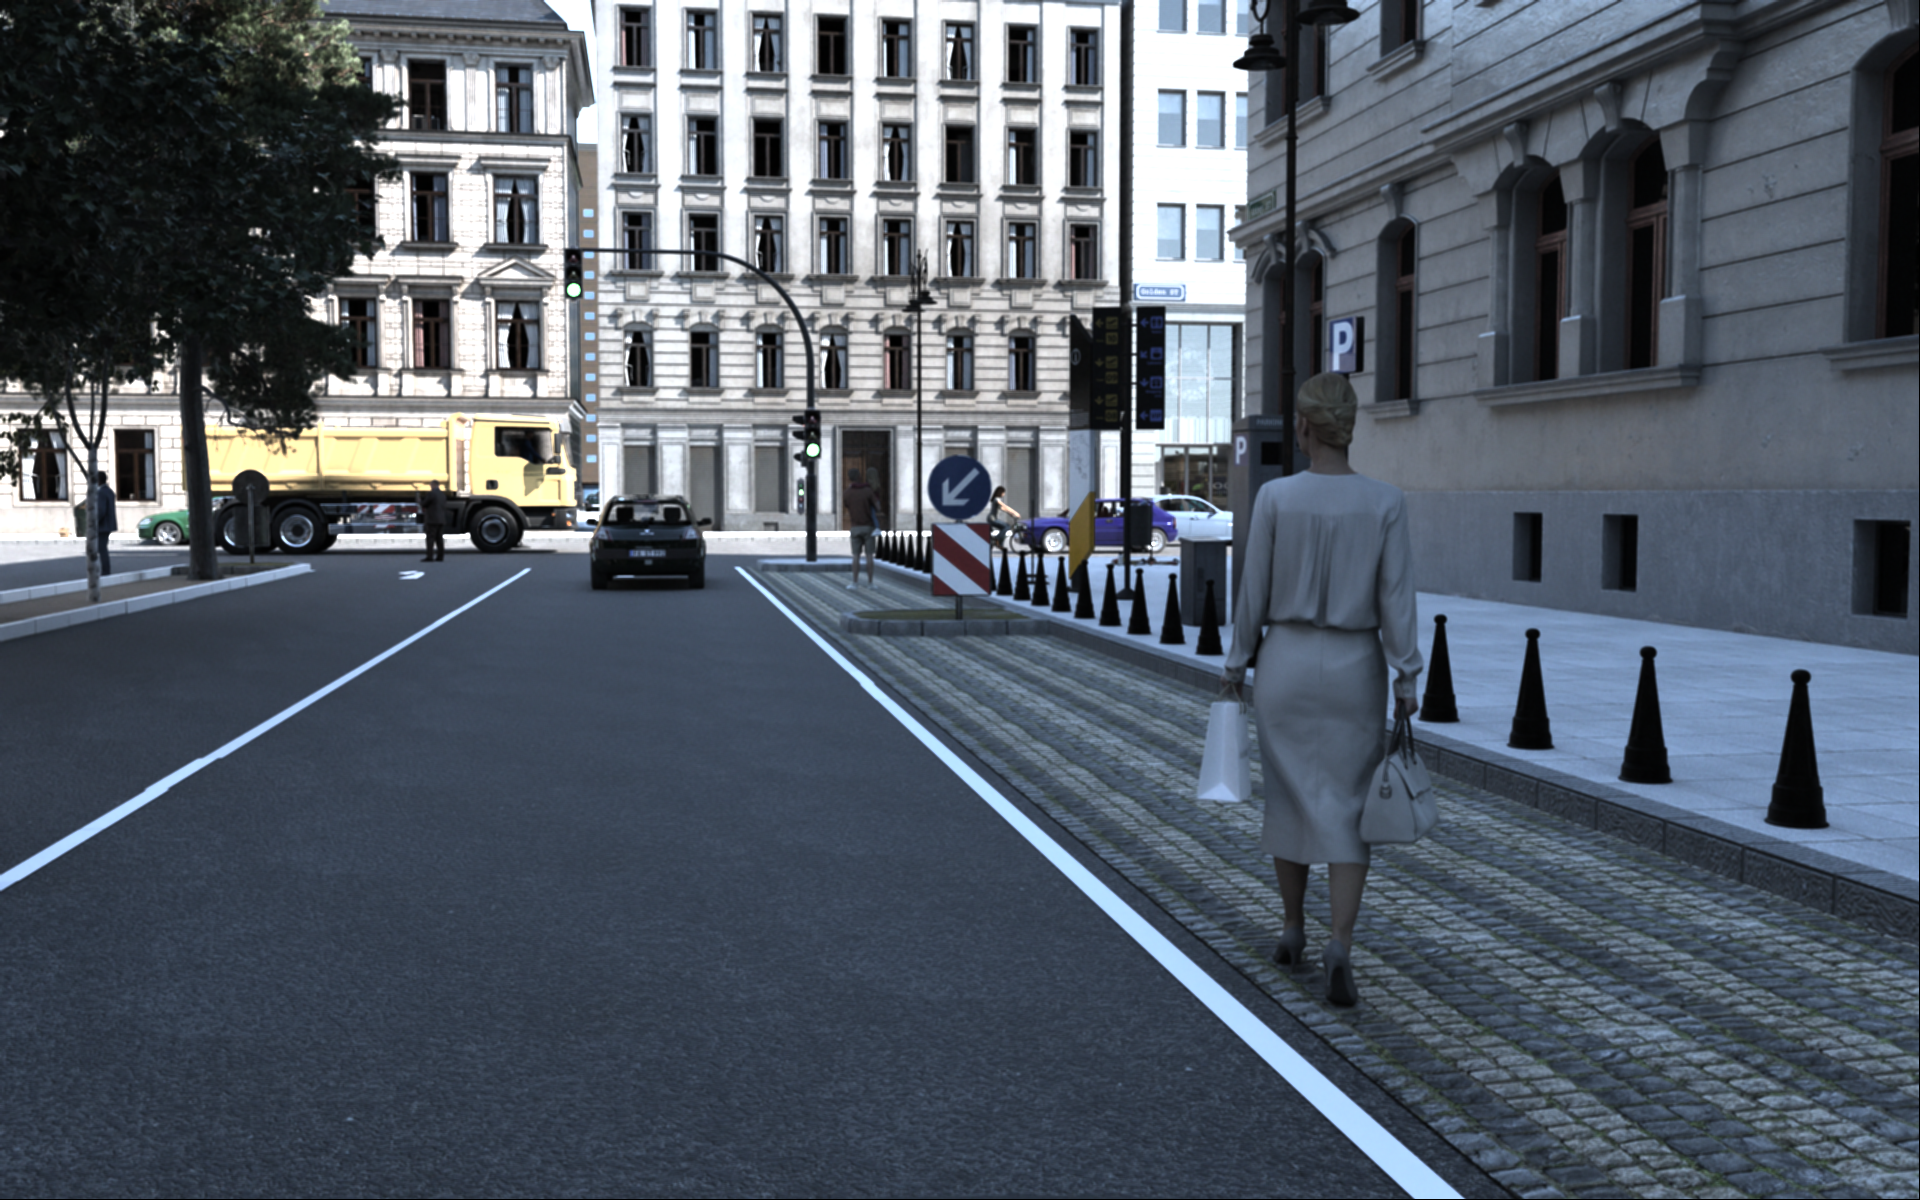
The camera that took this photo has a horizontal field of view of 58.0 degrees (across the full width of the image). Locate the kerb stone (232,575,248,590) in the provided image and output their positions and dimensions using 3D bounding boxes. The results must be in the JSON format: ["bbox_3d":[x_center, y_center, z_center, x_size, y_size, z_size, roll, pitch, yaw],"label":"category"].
[{"bbox_3d":[-11.029,-0.251,26.305,0.120,0.150,1.000,-1,4,-10],"label":"kerb stone"}]

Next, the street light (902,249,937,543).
[{"bbox_3d":[-0.771,-3.673,32.839,0.468,5.910,1.993,-1,4,-10],"label":"street light"}]

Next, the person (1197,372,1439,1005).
[{"bbox_3d":[1.009,0.236,4.987,0.694,1.780,0.624,2,4,26],"label":"person"}]

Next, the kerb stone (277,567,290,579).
[{"bbox_3d":[-11.561,-0.433,29.343,0.120,0.150,1.000,-1,4,-10],"label":"kerb stone"}]

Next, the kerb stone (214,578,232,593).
[{"bbox_3d":[-10.855,-0.190,25.296,0.120,0.150,1.000,-1,4,-10],"label":"kerb stone"}]

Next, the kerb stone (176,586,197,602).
[{"bbox_3d":[-10.491,-0.064,23.277,0.120,0.150,1.000,-1,4,-10],"label":"kerb stone"}]

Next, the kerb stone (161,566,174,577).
[{"bbox_3d":[-13.817,-0.479,30.029,0.120,0.150,1.000,-1,4,-10],"label":"kerb stone"}]

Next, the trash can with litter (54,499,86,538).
[{"bbox_3d":[-25.809,-2.392,50.495,1.055,1.170,0.624,-2,4,-34],"label":"trash can with litter"}]

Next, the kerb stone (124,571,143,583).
[{"bbox_3d":[-13.468,-0.355,28.006,0.120,0.150,1.000,-1,4,-10],"label":"kerb stone"}]

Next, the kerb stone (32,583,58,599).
[{"bbox_3d":[-12.747,-0.108,23.955,0.120,0.150,1.000,-1,4,-10],"label":"kerb stone"}]

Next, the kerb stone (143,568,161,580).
[{"bbox_3d":[-13.635,-0.414,29.016,0.120,0.150,1.000,-1,4,-10],"label":"kerb stone"}]

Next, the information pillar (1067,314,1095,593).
[{"bbox_3d":[1.575,-1.902,22.453,0.183,3.616,0.504,-2,4,-30],"label":"information pillar"}]

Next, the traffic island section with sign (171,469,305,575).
[{"bbox_3d":[-13.000,-1.424,31.422,2.006,1.907,1.989,-1,4,-10],"label":"traffic island section with sign"}]

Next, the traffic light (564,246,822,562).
[{"bbox_3d":[-4.899,-3.527,32.342,4.771,5.953,1.251,-1,4,-10],"label":"traffic light"}]

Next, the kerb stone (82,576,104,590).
[{"bbox_3d":[-13.109,-0.229,25.981,0.120,0.150,1.000,-1,4,-10],"label":"kerb stone"}]

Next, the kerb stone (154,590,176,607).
[{"bbox_3d":[-10.318,-0.004,22.264,0.120,0.150,1.000,-1,4,-10],"label":"kerb stone"}]

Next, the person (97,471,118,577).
[{"bbox_3d":[-13.926,-1.190,28.145,0.419,1.800,0.721,-1,4,-19],"label":"person"}]

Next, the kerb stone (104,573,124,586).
[{"bbox_3d":[-13.290,-0.294,26.997,0.120,0.150,1.000,-1,4,-10],"label":"kerb stone"}]

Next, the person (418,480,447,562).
[{"bbox_3d":[-11.256,-1.696,36.909,0.600,1.739,0.565,0,4,-4],"label":"person"}]

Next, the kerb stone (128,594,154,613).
[{"bbox_3d":[-10.135,0.058,21.254,0.120,0.150,1.000,-1,4,-10],"label":"kerb stone"}]

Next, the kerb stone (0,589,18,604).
[{"bbox_3d":[-12.573,-0.044,22.945,0.120,0.150,1.000,-1,4,-10],"label":"kerb stone"}]

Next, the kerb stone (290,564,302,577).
[{"bbox_3d":[-11.739,-0.499,30.352,0.120,0.150,1.000,-1,4,-10],"label":"kerb stone"}]

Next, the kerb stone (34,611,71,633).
[{"bbox_3d":[-9.605,0.245,18.215,0.120,0.150,1.000,-1,4,-10],"label":"kerb stone"}]

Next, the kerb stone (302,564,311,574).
[{"bbox_3d":[-11.924,-0.558,31.365,0.120,0.150,1.000,-1,4,-10],"label":"kerb stone"}]

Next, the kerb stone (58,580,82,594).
[{"bbox_3d":[-12.924,-0.169,24.967,0.120,0.150,1.000,-1,4,-10],"label":"kerb stone"}]

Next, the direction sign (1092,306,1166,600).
[{"bbox_3d":[2.041,-1.776,21.029,0.876,3.537,0.379,0,4,7],"label":"direction sign"}]

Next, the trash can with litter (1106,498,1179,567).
[{"bbox_3d":[3.640,-1.249,31.485,2.233,1.210,1.678,0,4,-6],"label":"trash can with litter"}]

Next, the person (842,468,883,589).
[{"bbox_3d":[-1.422,-1.068,25.938,0.580,1.828,0.573,-3,4,-37],"label":"person"}]

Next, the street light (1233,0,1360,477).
[{"bbox_3d":[2.597,-2.498,13.632,0.468,5.910,1.993,-1,4,-10],"label":"street light"}]

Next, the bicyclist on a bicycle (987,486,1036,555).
[{"bbox_3d":[0.975,-1.845,40.183,1.625,1.676,1.499,-1,4,-11],"label":"bicyclist on a bicycle"}]

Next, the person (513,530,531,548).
[{"bbox_3d":[-11.623,-2.271,45.761,0.434,1.807,0.598,-2,4,-34],"label":"person"}]

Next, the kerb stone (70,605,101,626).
[{"bbox_3d":[-9.785,0.185,19.227,0.120,0.150,1.000,-1,4,-10],"label":"kerb stone"}]

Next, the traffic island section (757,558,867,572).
[{"bbox_3d":[-2.812,-0.653,32.964,2.009,0.180,2.903,-1,4,-10],"label":"traffic island section"}]

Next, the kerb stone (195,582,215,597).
[{"bbox_3d":[-10.678,-0.125,24.285,0.120,0.150,1.000,-1,4,-10],"label":"kerb stone"}]

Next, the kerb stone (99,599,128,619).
[{"bbox_3d":[-9.967,0.120,20.243,0.120,0.150,1.000,-1,4,-10],"label":"kerb stone"}]

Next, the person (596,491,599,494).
[{"bbox_3d":[-30.741,-8.472,147.464,0.683,1.767,0.568,2,4,31],"label":"person"}]

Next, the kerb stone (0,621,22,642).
[{"bbox_3d":[-9.429,0.311,17.206,0.120,0.150,1.000,-1,4,-10],"label":"kerb stone"}]

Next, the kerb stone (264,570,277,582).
[{"bbox_3d":[-11.383,-0.375,28.329,0.120,0.150,1.000,-1,4,-10],"label":"kerb stone"}]

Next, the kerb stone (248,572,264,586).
[{"bbox_3d":[-11.198,-0.311,27.316,0.120,0.150,1.000,-1,4,-10],"label":"kerb stone"}]
